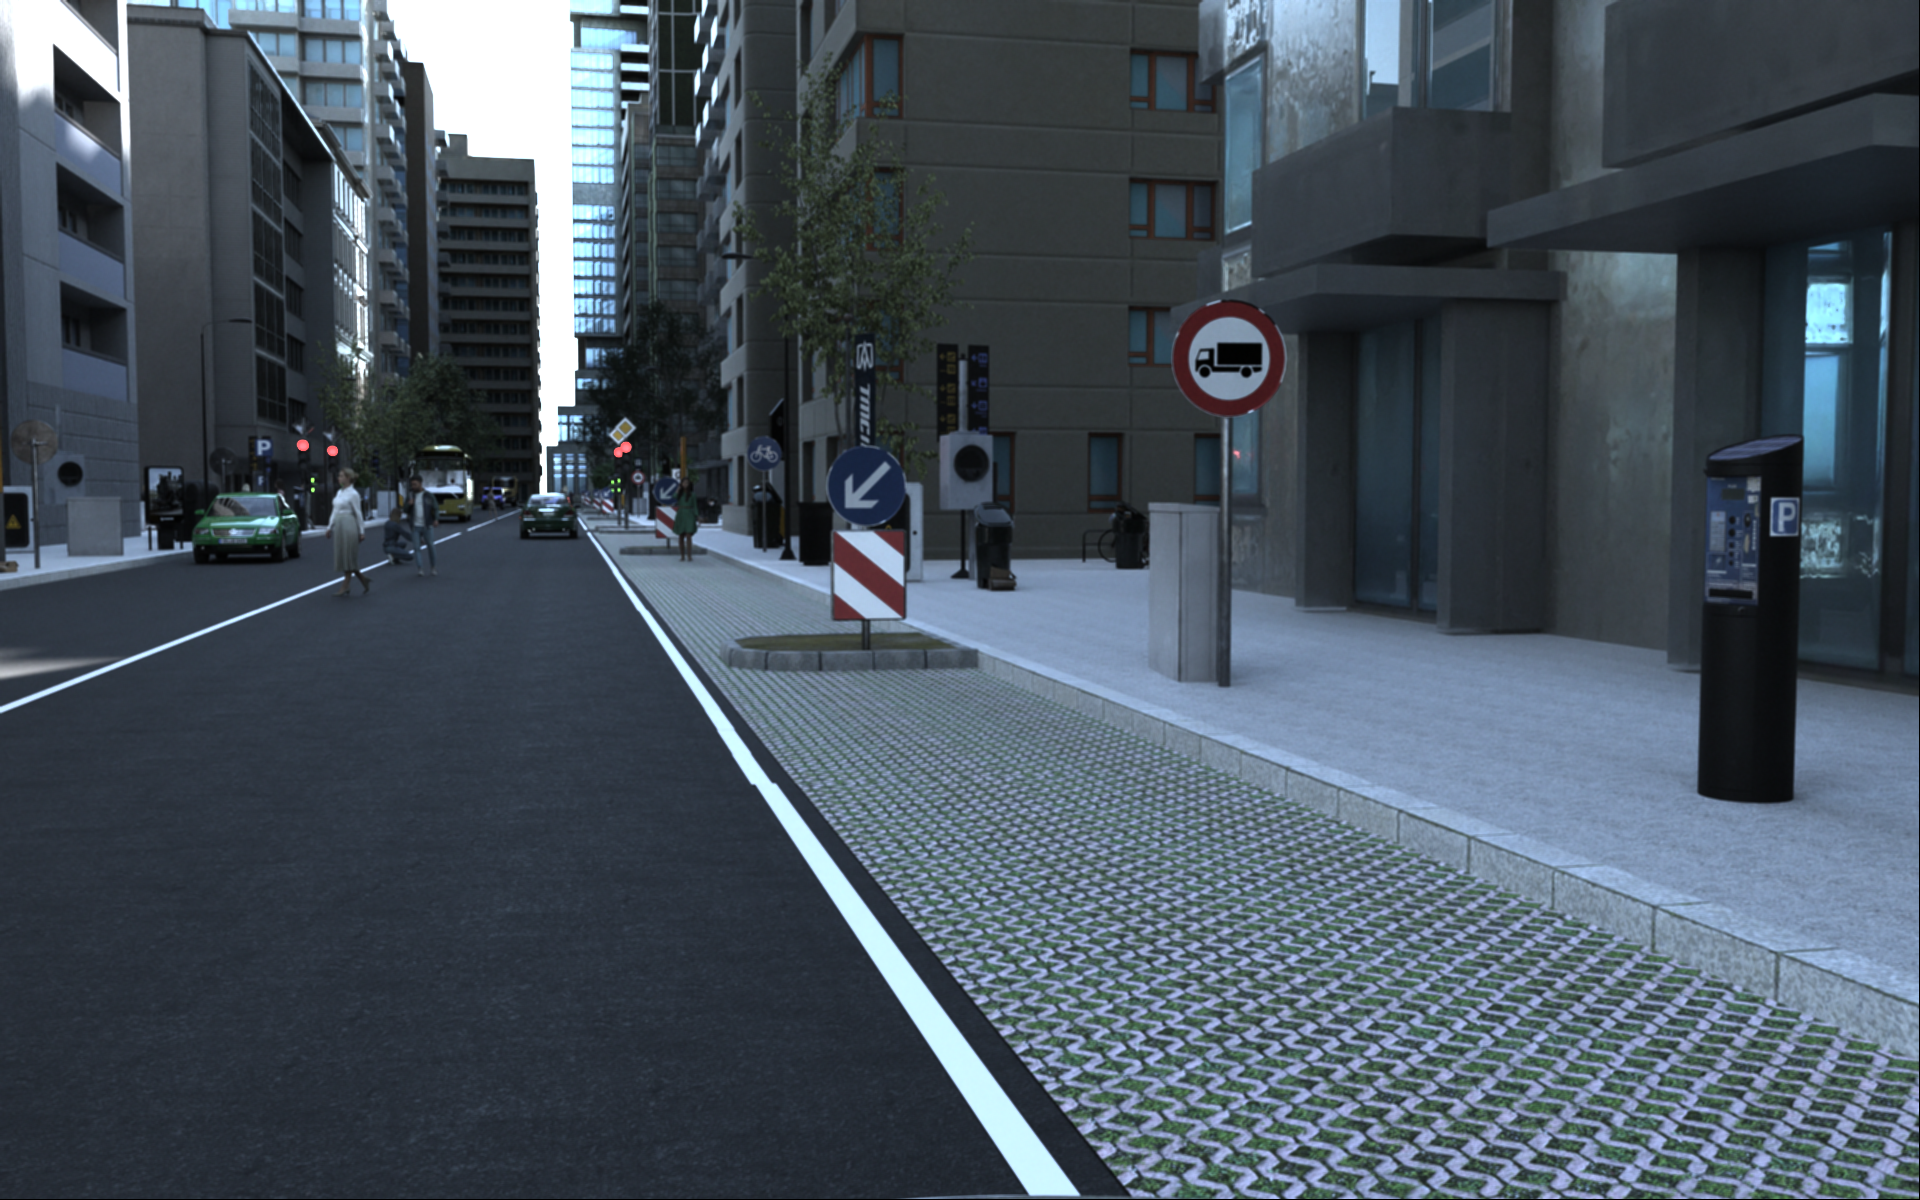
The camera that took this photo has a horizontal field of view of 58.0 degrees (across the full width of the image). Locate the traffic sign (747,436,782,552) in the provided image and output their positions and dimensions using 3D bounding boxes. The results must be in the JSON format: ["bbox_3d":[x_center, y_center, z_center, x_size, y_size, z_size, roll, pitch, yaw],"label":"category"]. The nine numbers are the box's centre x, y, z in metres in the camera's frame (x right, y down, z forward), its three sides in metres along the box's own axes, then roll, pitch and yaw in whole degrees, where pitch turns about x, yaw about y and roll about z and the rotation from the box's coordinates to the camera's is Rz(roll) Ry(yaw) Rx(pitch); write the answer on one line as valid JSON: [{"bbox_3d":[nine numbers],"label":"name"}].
[{"bbox_3d":[-4.319,-2.333,38.253,0.768,2.556,0.104,0,4,-5],"label":"traffic sign"}]

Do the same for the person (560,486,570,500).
[{"bbox_3d":[-17.719,-4.218,77.650,0.537,1.800,0.526,1,4,12],"label":"person"}]

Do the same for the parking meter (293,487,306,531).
[{"bbox_3d":[-22.784,-3.139,59.736,0.372,1.533,0.369,0,3,0],"label":"parking meter"}]

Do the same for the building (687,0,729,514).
[{"bbox_3d":[-5.145,-30.063,111.143,23.786,49.044,30.456,-1,4,-13],"label":"building"}]

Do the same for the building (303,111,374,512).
[{"bbox_3d":[-44.882,-19.121,109.886,12.463,27.353,25.104,-1,4,-13],"label":"building"}]

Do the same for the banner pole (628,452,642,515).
[{"bbox_3d":[-19.412,-6.954,103.718,0.863,3.779,0.401,0,4,6],"label":"banner pole"}]

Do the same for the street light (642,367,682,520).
[{"bbox_3d":[-10.752,-5.558,63.420,1.470,5.913,1.316,-1,4,-13],"label":"street light"}]

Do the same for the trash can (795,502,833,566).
[{"bbox_3d":[-2.590,-1.192,31.149,0.748,1.137,0.748,0,3,0],"label":"trash can"}]

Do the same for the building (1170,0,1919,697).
[{"bbox_3d":[15.698,-23.998,11.982,23.786,49.044,30.456,-1,4,-13],"label":"building"}]

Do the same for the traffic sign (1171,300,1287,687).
[{"bbox_3d":[1.763,-0.695,11.467,0.768,2.556,0.104,0,4,-4],"label":"traffic sign"}]

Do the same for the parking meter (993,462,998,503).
[{"bbox_3d":[0.565,-1.592,31.743,0.255,1.863,0.399,0,4,3],"label":"parking meter"}]

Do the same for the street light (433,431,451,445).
[{"bbox_3d":[-38.072,-9.462,127.252,1.470,5.913,1.316,-1,4,-13],"label":"street light"}]

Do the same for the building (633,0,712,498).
[{"bbox_3d":[-22.118,-44.855,171.636,20.563,71.187,20.611,-1,4,-13],"label":"building"}]

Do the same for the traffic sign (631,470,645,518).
[{"bbox_3d":[-17.353,-5.709,93.440,0.768,2.556,0.104,0,4,-4],"label":"traffic sign"}]

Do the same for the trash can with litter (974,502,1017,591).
[{"bbox_3d":[0.553,-0.731,23.347,0.624,1.170,1.055,-1,4,-13],"label":"trash can with litter"}]

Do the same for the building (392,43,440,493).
[{"bbox_3d":[-60.525,-32.119,175.261,14.600,45.320,14.200,-1,4,-13],"label":"building"}]

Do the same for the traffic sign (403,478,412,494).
[{"bbox_3d":[-34.872,-6.559,109.373,0.606,2.300,0.079,0,4,-5],"label":"traffic sign"}]

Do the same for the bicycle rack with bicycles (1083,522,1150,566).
[{"bbox_3d":[3.746,-1.155,32.260,2.925,0.926,2.852,-2,4,-30],"label":"bicycle rack with bicycles"}]

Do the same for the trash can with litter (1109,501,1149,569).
[{"bbox_3d":[3.128,-1.127,29.822,1.055,1.170,0.624,-1,4,-13],"label":"trash can with litter"}]

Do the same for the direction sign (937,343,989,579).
[{"bbox_3d":[0.047,-2.099,26.316,0.876,3.537,0.379,-2,4,-27],"label":"direction sign"}]

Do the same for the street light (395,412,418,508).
[{"bbox_3d":[-31.449,-7.691,98.292,1.470,5.913,1.316,-1,4,-13],"label":"street light"}]

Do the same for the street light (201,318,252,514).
[{"bbox_3d":[-19.361,-4.476,45.719,1.470,5.913,1.316,-1,4,-13],"label":"street light"}]

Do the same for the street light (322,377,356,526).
[{"bbox_3d":[-24.699,-5.895,68.919,1.470,5.913,1.316,-1,4,-13],"label":"street light"}]

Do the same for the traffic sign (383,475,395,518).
[{"bbox_3d":[-30.293,-5.493,91.934,0.606,2.300,0.079,-1,4,-12],"label":"traffic sign"}]

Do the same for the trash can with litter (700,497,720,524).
[{"bbox_3d":[-10.844,-3.867,74.614,1.055,1.170,0.624,3,4,38],"label":"trash can with litter"}]

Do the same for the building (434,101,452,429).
[{"bbox_3d":[-73.750,-35.264,196.168,30.456,49.044,23.786,-1,4,-13],"label":"building"}]

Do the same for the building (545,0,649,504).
[{"bbox_3d":[-41.841,-56.690,239.547,31.000,86.520,22.319,-1,4,-13],"label":"building"}]

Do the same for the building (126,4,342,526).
[{"bbox_3d":[-39.120,-16.145,83.042,14.314,24.678,30.058,-1,4,-13],"label":"building"}]

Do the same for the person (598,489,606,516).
[{"bbox_3d":[-23.311,-6.363,112.763,0.641,1.798,0.478,3,4,36],"label":"person"}]

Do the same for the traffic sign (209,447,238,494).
[{"bbox_3d":[-20.131,-2.890,47.362,0.768,2.556,0.104,0,4,-4],"label":"traffic sign"}]

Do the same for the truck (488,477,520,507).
[{"bbox_3d":[-51.433,-12.229,195.869,3.469,3.379,9.791,-1,4,-13],"label":"truck"}]

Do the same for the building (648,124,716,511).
[{"bbox_3d":[-17.689,-22.517,139.847,14.160,30.474,14.107,-1,4,-13],"label":"building"}]

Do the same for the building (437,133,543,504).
[{"bbox_3d":[-68.042,-37.397,235.144,21.600,48.544,21.300,-1,4,-13],"label":"building"}]

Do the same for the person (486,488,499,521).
[{"bbox_3d":[-25.260,-5.183,93.576,0.599,1.781,0.374,1,4,21],"label":"person"}]

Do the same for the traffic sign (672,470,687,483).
[{"bbox_3d":[-11.438,-4.192,70.674,0.606,2.300,0.079,-1,4,-8],"label":"traffic sign"}]

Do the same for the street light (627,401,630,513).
[{"bbox_3d":[-16.026,-6.959,86.326,1.470,5.913,1.316,-1,4,-13],"label":"street light"}]

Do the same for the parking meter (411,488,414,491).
[{"bbox_3d":[-34.787,-6.410,110.509,0.255,1.863,0.399,1,4,13],"label":"parking meter"}]

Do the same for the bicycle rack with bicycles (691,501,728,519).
[{"bbox_3d":[-13.058,-4.660,89.580,2.925,0.926,2.852,2,4,35],"label":"bicycle rack with bicycles"}]

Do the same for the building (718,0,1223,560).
[{"bbox_3d":[8.288,-12.518,49.709,27.650,21.520,28.899,-1,4,-13],"label":"building"}]

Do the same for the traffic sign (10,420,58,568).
[{"bbox_3d":[-15.945,-1.820,29.855,0.768,2.556,0.104,-1,4,-9],"label":"traffic sign"}]

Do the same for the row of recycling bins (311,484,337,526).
[{"bbox_3d":[-25.995,-3.926,71.302,1.069,1.692,3.534,-1,4,-12],"label":"row of recycling bins"}]

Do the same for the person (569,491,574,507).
[{"bbox_3d":[-42.192,-10.970,188.303,0.568,1.767,0.683,2,4,27],"label":"person"}]

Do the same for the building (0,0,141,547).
[{"bbox_3d":[-37.499,-30.661,43.299,28.212,58.520,21.231,-1,4,-13],"label":"building"}]

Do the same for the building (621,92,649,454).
[{"bbox_3d":[-29.162,-35.715,207.638,21.300,48.544,21.600,-1,4,-13],"label":"building"}]

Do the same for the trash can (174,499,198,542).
[{"bbox_3d":[-20.924,-2.143,46.684,0.748,1.137,0.748,0,3,0],"label":"trash can"}]

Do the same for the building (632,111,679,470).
[{"bbox_3d":[-28.661,-30.955,189.703,14.154,41.232,14.086,-1,4,-13],"label":"building"}]

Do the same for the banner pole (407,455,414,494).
[{"bbox_3d":[-35.614,-7.472,112.181,0.401,3.779,0.863,1,4,22],"label":"banner pole"}]

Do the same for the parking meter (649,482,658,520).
[{"bbox_3d":[-15.111,-4.872,85.370,0.399,1.863,0.255,-2,4,-24],"label":"parking meter"}]

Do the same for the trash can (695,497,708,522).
[{"bbox_3d":[-12.160,-4.237,80.936,0.748,1.137,0.748,0,3,0],"label":"trash can"}]

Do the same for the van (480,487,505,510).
[{"bbox_3d":[-42.739,-9.431,158.576,2.240,2.365,5.245,-1,4,-13],"label":"van"}]

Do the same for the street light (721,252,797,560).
[{"bbox_3d":[-3.896,-3.733,33.584,1.470,5.913,1.316,-1,4,-13],"label":"street light"}]

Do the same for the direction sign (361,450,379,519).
[{"bbox_3d":[-30.214,-5.920,88.789,0.876,3.537,0.379,0,3,0],"label":"direction sign"}]

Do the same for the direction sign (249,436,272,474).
[{"bbox_3d":[-27.343,-4.632,67.726,0.876,3.537,0.379,0,4,2],"label":"direction sign"}]

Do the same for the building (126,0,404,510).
[{"bbox_3d":[-60.788,-32.576,152.221,23.786,49.044,30.456,-1,4,-13],"label":"building"}]

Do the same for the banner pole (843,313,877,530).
[{"bbox_3d":[-1.404,-2.074,23.923,0.401,3.779,0.863,-3,5,-40],"label":"banner pole"}]

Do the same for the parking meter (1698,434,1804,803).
[{"bbox_3d":[3.339,0.067,7.321,0.372,1.533,0.369,0,3,0],"label":"parking meter"}]

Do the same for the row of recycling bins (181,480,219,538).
[{"bbox_3d":[-22.308,-2.656,50.546,1.069,1.692,3.534,-2,4,-30],"label":"row of recycling bins"}]
